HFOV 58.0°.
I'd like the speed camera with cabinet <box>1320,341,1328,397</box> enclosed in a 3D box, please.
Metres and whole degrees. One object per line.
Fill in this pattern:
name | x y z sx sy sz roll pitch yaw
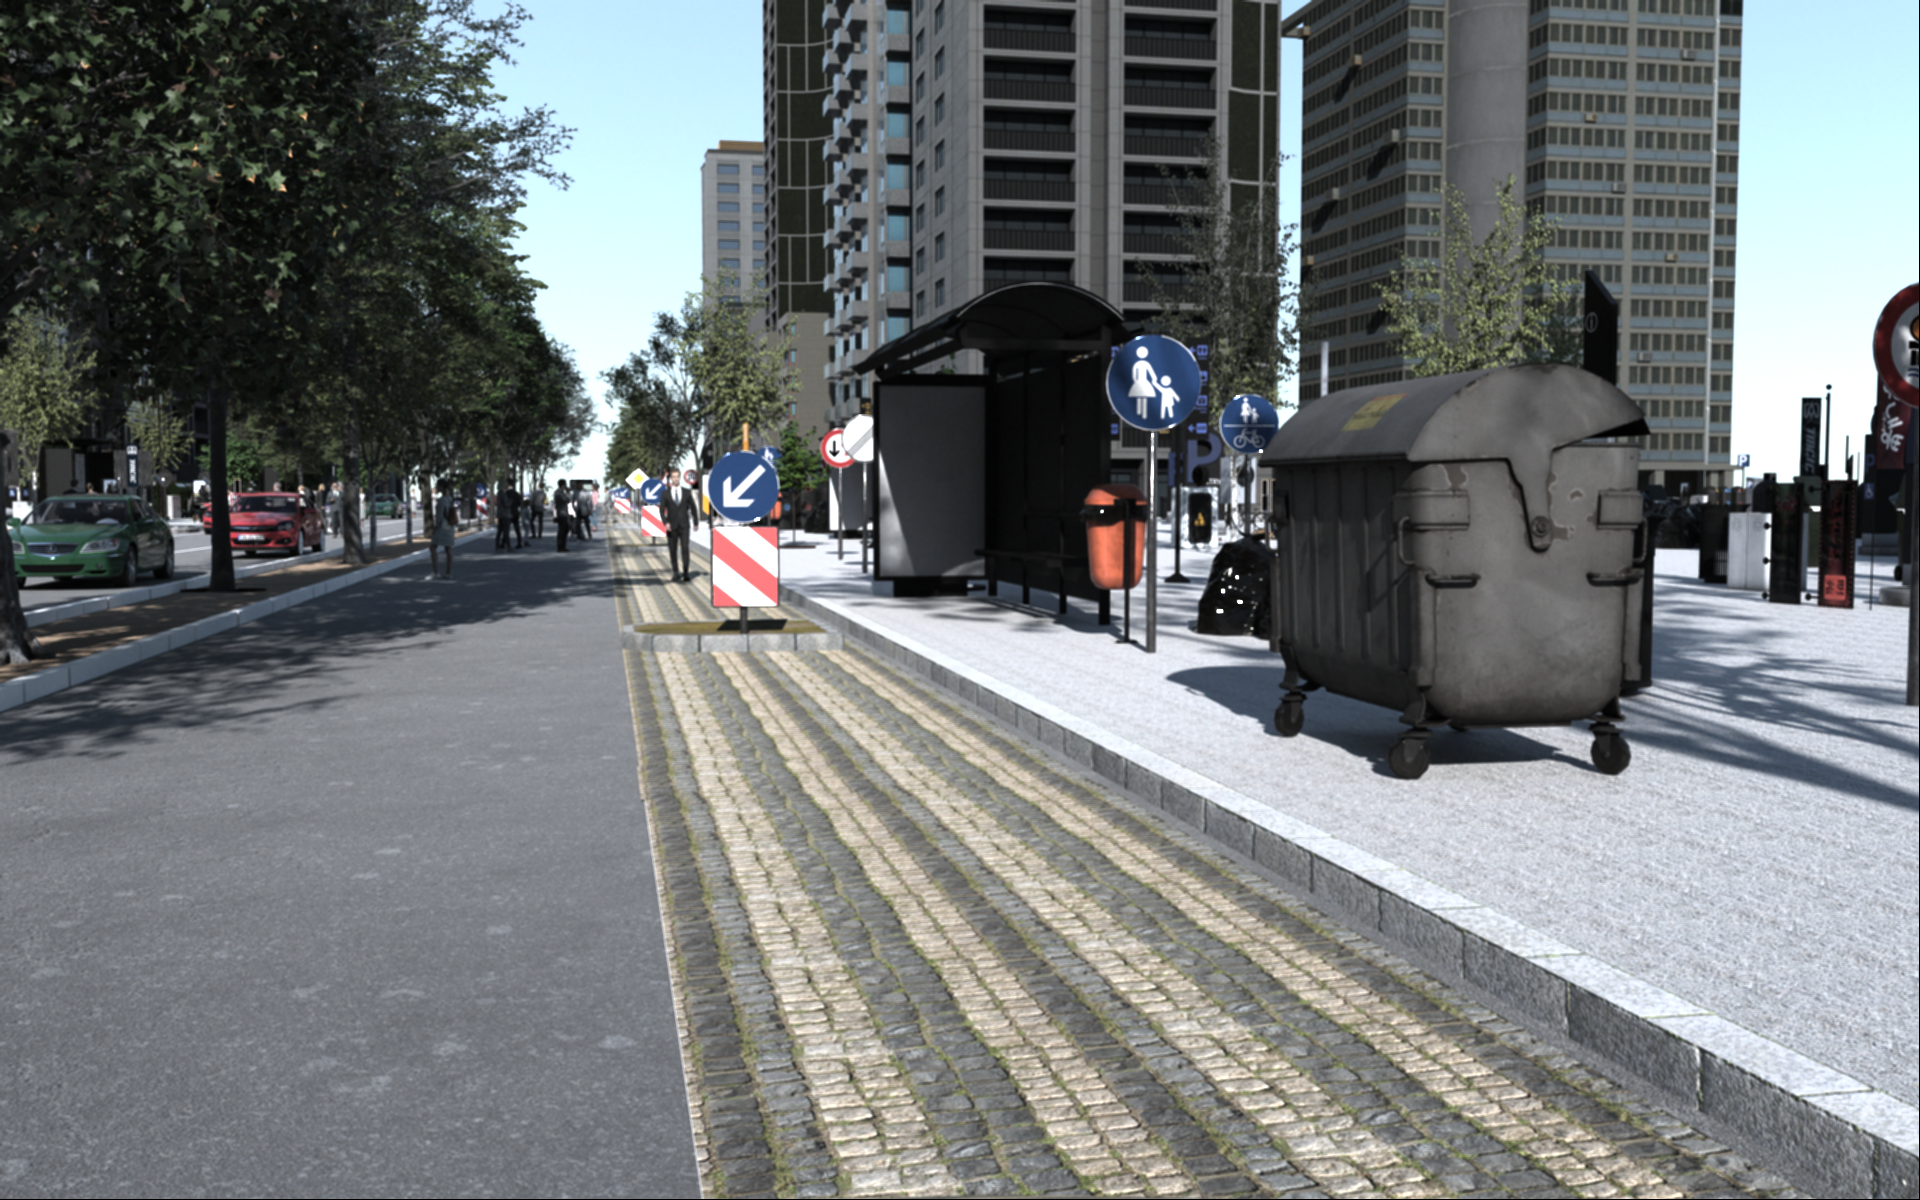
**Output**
speed camera with cabinet | 4.836 -1.684 21.862 0.660 3.252 2.038 0 4 7

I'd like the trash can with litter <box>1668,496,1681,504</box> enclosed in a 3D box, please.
trash can with litter | 26.982 -3.377 66.266 1.678 1.210 2.233 -3 5 -40

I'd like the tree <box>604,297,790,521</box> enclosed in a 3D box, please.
tree | -12.238 -9.005 81.650 8.767 10.594 7.601 -1 4 -20

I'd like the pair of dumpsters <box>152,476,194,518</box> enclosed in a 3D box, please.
pair of dumpsters | -41.967 -5.507 92.536 1.574 2.255 4.437 -1 4 -12

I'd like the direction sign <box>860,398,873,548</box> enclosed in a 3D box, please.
direction sign | -2.039 -2.997 41.002 0.379 3.537 0.876 3 5 42

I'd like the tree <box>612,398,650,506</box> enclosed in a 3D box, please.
tree | -23.257 -10.973 129.769 4.737 8.622 4.395 0 3 0

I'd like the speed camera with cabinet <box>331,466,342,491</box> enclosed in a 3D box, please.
speed camera with cabinet | -43.998 -7.873 123.053 0.660 3.252 2.038 -3 5 -44

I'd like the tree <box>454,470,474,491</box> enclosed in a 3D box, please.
tree | -69.117 -15.742 241.101 4.285 4.588 4.351 0 3 0

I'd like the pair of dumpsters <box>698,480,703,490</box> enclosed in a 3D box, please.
pair of dumpsters | -18.071 -7.506 125.223 1.574 2.255 4.437 -1 4 -12

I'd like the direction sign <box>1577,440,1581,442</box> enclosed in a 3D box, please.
direction sign | 18.872 -3.689 52.308 0.876 3.537 0.379 -3 4 -36

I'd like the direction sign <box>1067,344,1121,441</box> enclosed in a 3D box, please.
direction sign | 1.900 -2.039 25.336 0.876 3.537 0.379 0 4 2

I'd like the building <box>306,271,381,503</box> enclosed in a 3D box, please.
building | -100.102 -33.875 245.731 32.217 40.220 23.993 -1 4 -12

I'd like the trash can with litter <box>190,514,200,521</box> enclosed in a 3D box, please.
trash can with litter | -36.757 -4.440 83.989 1.055 1.170 0.624 -2 4 -31

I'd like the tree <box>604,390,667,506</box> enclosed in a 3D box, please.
tree | -34.498 -16.464 187.308 7.486 12.596 7.792 0 3 0

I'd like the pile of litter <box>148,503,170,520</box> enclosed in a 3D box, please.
pile of litter | -39.923 -4.412 86.095 1.176 0.858 1.719 -2 4 -30

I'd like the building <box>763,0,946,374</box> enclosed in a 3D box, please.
building | -14.084 -46.809 203.576 20.563 71.187 20.611 -1 4 -12

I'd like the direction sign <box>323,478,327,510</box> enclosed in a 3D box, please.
direction sign | -52.566 -9.244 143.136 0.379 3.537 0.876 -1 4 -22

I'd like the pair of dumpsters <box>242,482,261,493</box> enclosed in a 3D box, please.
pair of dumpsters | -41.081 -5.891 98.809 1.574 2.255 4.437 -1 4 -12

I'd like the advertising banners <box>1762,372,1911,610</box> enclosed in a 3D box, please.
advertising banners | 9.878 -1.426 19.496 0.090 3.025 2.074 -1 4 -18

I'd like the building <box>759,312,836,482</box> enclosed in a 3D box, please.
building | -5.807 -20.583 181.571 27.650 21.520 28.899 -1 4 -12

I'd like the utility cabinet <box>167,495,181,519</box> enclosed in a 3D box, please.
utility cabinet | -40.540 -4.783 89.366 0.306 1.237 1.020 0 4 -2

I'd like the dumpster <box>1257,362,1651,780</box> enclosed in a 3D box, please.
dumpster | 2.376 -0.168 8.510 1.264 1.857 1.865 -1 4 -12

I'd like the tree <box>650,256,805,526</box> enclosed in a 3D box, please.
tree | -7.096 -6.380 54.682 4.737 8.622 4.395 0 3 0

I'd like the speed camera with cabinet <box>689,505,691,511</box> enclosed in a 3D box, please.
speed camera with cabinet | -20.185 -8.545 134.049 0.660 3.252 2.038 1 4 23

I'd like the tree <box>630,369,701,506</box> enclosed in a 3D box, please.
tree | -17.644 -9.340 103.073 4.360 8.622 3.978 0 3 0

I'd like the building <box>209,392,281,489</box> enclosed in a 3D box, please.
building | -74.074 -31.655 167.673 14.600 45.320 14.200 -1 4 -12

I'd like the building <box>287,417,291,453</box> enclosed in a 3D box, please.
building | -78.049 -30.495 182.179 14.154 41.232 14.086 -1 4 -12

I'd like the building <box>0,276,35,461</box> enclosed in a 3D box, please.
building | -59.271 -15.283 91.673 13.314 21.916 24.055 -1 4 -12

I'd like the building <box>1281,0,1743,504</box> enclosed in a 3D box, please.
building | 37.559 -25.922 115.700 23.993 40.220 32.217 -1 4 -12

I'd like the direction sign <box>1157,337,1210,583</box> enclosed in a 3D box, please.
direction sign | 3.158 -2.022 25.062 0.876 3.537 0.379 0 4 3

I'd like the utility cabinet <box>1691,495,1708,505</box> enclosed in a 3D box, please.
utility cabinet | 38.017 -4.765 89.074 0.306 1.237 1.020 -1 4 -10

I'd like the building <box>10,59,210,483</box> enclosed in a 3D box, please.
building | -74.692 -43.456 148.759 20.563 71.187 20.611 -1 4 -12

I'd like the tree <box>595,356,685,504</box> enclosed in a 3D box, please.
tree | -43.117 -23.168 234.688 12.611 20.169 13.585 0 3 0

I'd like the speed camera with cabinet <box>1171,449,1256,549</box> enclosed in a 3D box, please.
speed camera with cabinet | 6.031 -2.861 41.110 2.038 3.252 0.660 -2 4 -25

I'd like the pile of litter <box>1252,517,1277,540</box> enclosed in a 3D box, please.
pile of litter | 8.743 -2.147 49.066 1.719 0.858 1.176 -2 4 -32

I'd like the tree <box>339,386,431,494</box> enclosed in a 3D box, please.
tree | -51.187 -15.129 154.010 9.857 13.997 8.962 0 3 0

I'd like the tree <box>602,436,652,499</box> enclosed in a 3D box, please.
tree | -56.712 -23.189 296.146 9.611 12.733 9.660 0 3 0

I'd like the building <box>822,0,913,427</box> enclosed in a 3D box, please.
building | 1.510 -31.434 133.553 23.786 49.044 30.456 -1 4 -12

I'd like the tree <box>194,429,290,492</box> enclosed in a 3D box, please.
tree | -36.760 -6.340 87.373 4.285 4.588 4.351 0 3 0

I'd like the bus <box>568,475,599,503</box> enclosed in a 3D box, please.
bus | -38.009 -11.009 174.853 2.948 3.499 13.247 -1 4 -11

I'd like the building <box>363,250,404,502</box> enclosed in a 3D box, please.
building | -100.346 -44.644 271.930 21.231 58.520 28.212 -1 4 -12

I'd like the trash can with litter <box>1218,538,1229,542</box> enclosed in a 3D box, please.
trash can with litter | 6.756 -2.240 47.682 1.678 1.210 2.233 1 4 10

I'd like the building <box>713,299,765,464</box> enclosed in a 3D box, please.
building | -29.379 -29.911 260.743 14.160 30.474 14.107 -1 4 -12

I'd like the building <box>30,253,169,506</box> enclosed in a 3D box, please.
building | -65.359 -18.454 120.803 14.460 24.649 34.723 -1 4 -12

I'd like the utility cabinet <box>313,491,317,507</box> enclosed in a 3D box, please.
utility cabinet | -51.573 -7.915 138.088 1.173 1.500 0.318 1 4 18

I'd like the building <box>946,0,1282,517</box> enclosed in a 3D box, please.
building | 8.957 -40.686 103.471 20.611 71.187 20.563 -1 4 -12

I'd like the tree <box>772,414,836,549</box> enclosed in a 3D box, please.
tree | -3.998 -2.841 41.056 1.663 3.219 1.824 0 3 0

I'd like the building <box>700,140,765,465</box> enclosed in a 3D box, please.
building | -33.339 -46.093 295.619 21.231 58.520 28.212 -1 4 -12

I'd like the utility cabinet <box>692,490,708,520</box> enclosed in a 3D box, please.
utility cabinet | -12.672 -4.704 85.586 1.173 1.500 0.318 1 4 23

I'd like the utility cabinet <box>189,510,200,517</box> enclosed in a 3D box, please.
utility cabinet | -41.921 -5.320 95.663 1.173 1.500 0.318 0 4 -3

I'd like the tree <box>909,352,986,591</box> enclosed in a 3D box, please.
tree | -0.119 -1.743 23.098 1.663 3.219 1.824 0 3 0

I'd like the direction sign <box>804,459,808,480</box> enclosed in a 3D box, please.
direction sign | -9.866 -7.118 108.370 0.876 3.537 0.379 -3 5 -41
